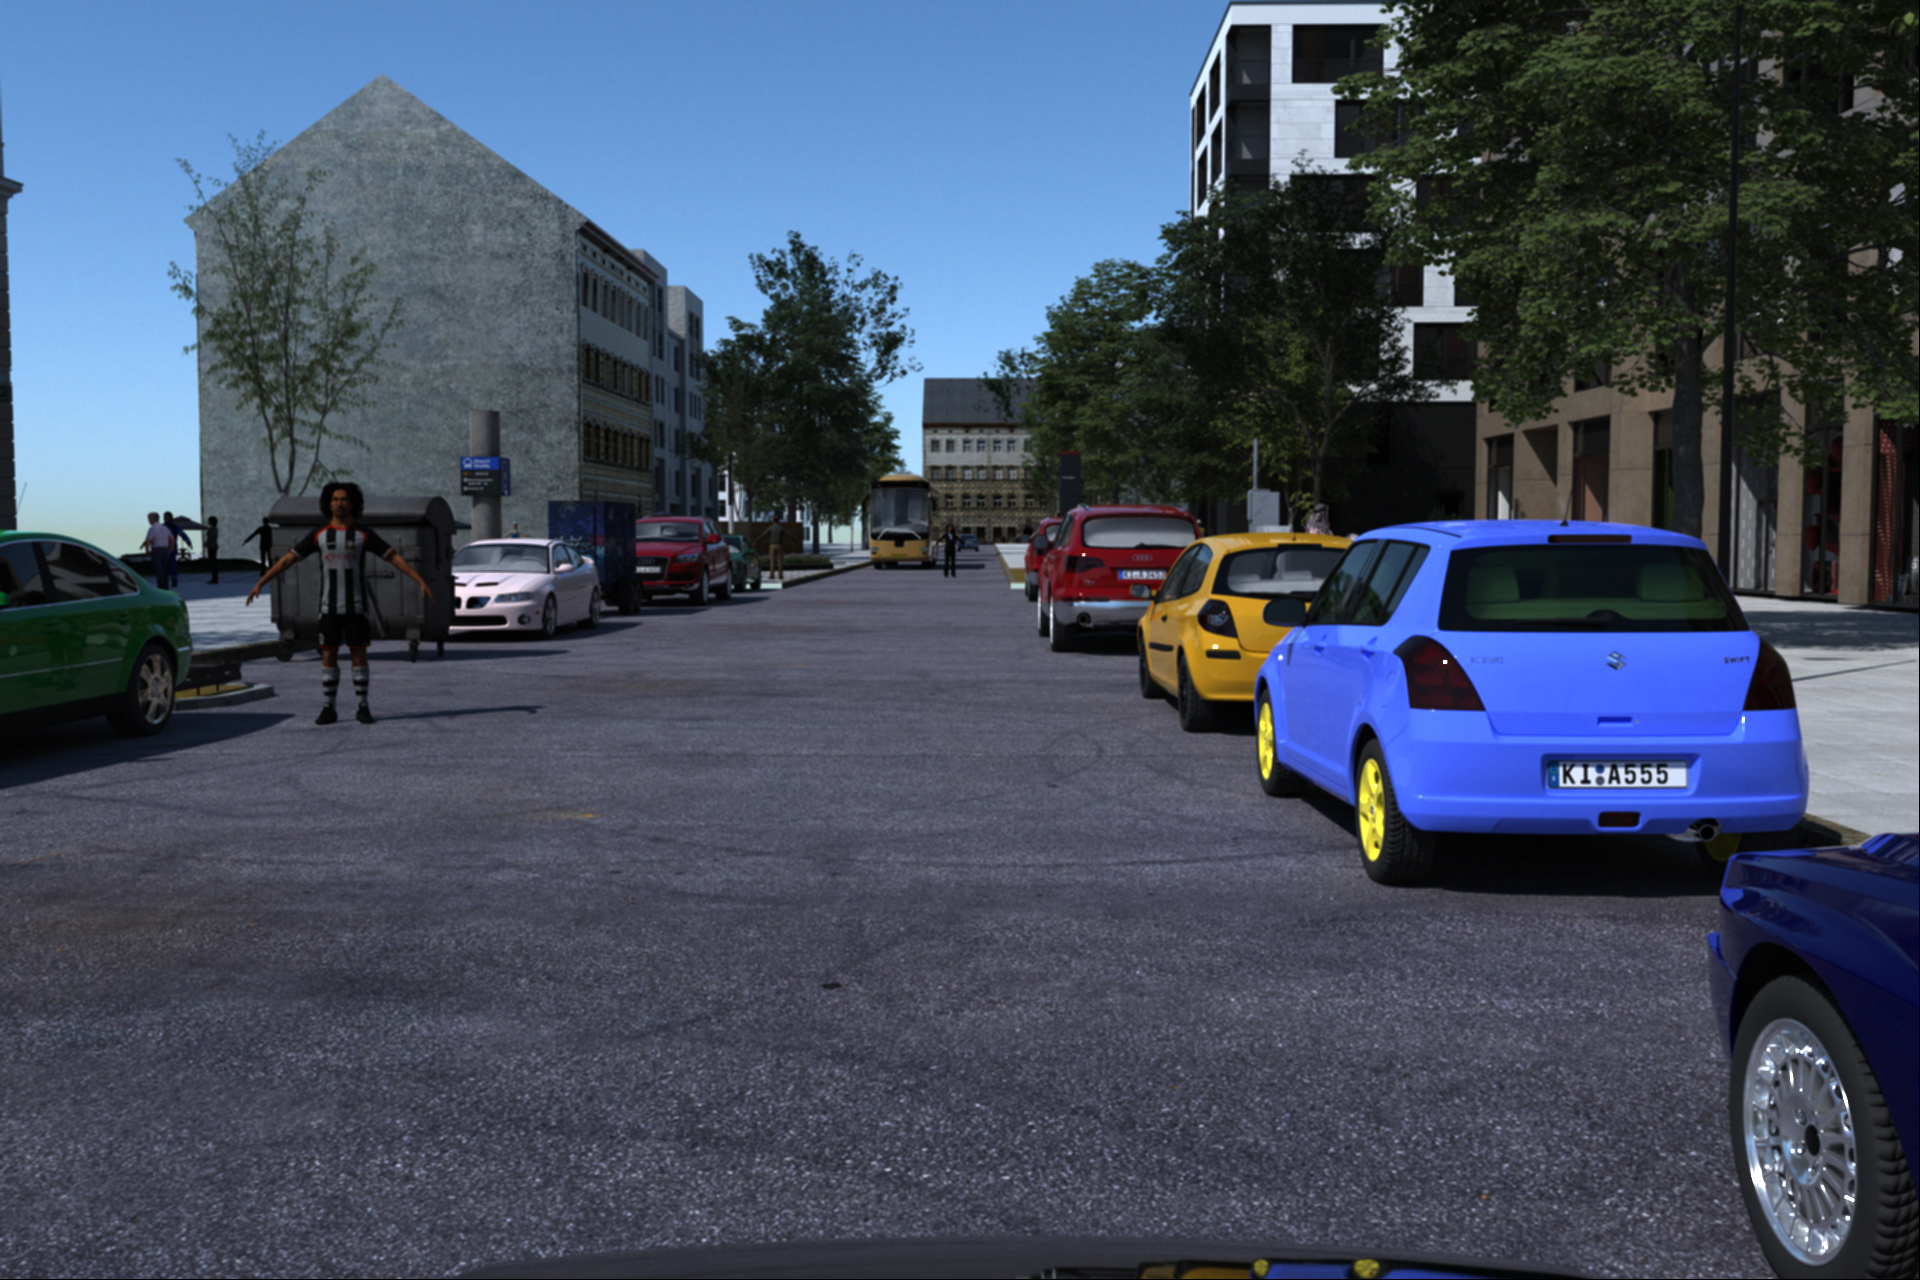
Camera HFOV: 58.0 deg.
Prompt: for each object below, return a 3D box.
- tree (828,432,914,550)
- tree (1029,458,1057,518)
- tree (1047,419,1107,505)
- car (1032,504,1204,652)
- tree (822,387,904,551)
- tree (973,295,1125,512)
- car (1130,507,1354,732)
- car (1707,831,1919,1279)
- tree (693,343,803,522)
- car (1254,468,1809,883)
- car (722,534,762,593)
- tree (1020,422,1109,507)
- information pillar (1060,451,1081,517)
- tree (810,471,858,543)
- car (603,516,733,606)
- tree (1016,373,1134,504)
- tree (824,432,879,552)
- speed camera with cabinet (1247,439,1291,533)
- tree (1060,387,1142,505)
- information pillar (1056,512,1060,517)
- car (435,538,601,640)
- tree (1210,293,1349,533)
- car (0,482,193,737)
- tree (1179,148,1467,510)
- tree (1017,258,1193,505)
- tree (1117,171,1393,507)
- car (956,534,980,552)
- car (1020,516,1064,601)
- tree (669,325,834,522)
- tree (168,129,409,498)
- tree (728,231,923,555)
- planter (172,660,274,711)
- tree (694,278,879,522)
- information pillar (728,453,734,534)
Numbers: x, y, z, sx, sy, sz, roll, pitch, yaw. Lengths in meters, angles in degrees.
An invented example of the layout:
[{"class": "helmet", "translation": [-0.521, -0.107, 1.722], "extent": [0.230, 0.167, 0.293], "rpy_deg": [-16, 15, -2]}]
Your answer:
[{"class": "tree", "translation": [-7.497, -12.794, 143.589], "extent": [8.767, 10.594, 7.601], "rpy_deg": [1, 4, 20]}, {"class": "tree", "translation": [7.598, -12.229, 150.311], "extent": [4.360, 8.622, 3.978], "rpy_deg": [0, 3, 0]}, {"class": "tree", "translation": [6.856, -9.303, 102.471], "extent": [4.360, 8.622, 3.978], "rpy_deg": [0, 3, 0]}, {"class": "car", "translation": [2.106, -0.851, 22.593], "extent": [2.281, 1.827, 5.304], "rpy_deg": [0, 3, 0]}, {"class": "tree", "translation": [-7.734, -13.182, 133.647], "extent": [7.486, 12.596, 7.792], "rpy_deg": [0, 3, 0]}, {"class": "tree", "translation": [7.331, -17.401, 140.395], "extent": [12.611, 20.169, 13.585], "rpy_deg": [0, 3, 0]}, {"class": "car", "translation": [2.440, -0.230, 13.977], "extent": [2.015, 1.641, 3.980], "rpy_deg": [0, 4, 0]}, {"class": "car", "translation": [2.394, 0.646, 2.025], "extent": [1.945, 1.354, 3.894], "rpy_deg": [0, 4, 0]}, {"class": "tree", "translation": [-8.718, -7.153, 67.310], "extent": [4.360, 8.622, 3.978], "rpy_deg": [0, 3, 0]}, {"class": "car", "translation": [2.507, 0.073, 8.404], "extent": [1.945, 1.707, 3.694], "rpy_deg": [0, 4, -1]}, {"class": "car", "translation": [-6.160, -1.967, 43.966], "extent": [2.131, 1.459, 4.920], "rpy_deg": [0, 4, 1]}, {"class": "tree", "translation": [8.043, -11.831, 127.856], "extent": [7.601, 10.594, 8.767], "rpy_deg": [-1, 4, -15]}, {"class": "information pillar", "translation": [3.463, -3.986, 54.542], "extent": [0.750, 3.857, 0.750], "rpy_deg": [0, 4, 1]}, {"class": "tree", "translation": [-18.003, -20.456, 241.118], "extent": [9.857, 13.997, 8.962], "rpy_deg": [0, 3, 0]}, {"class": "car", "translation": [-6.034, -1.682, 36.166], "extent": [2.281, 1.827, 5.304], "rpy_deg": [0, 4, 1]}, {"class": "tree", "translation": [7.538, -11.432, 112.661], "extent": [9.928, 11.665, 9.643], "rpy_deg": [0, 3, 0]}, {"class": "tree", "translation": [-7.785, -10.645, 124.415], "extent": [4.360, 8.622, 3.978], "rpy_deg": [0, 3, 0]}, {"class": "speed camera with cabinet", "translation": [6.302, -2.503, 35.258], "extent": [0.660, 3.252, 2.038], "rpy_deg": [0, 4, 1]}, {"class": "tree", "translation": [6.471, -8.235, 85.012], "extent": [4.360, 8.622, 3.978], "rpy_deg": [0, 3, 0]}, {"class": "information pillar", "translation": [3.313, -3.226, 57.239], "extent": [0.304, 2.012, 0.304], "rpy_deg": [0, 4, 2]}, {"class": "car", "translation": [-6.471, -0.775, 25.035], "extent": [2.083, 1.381, 4.827], "rpy_deg": [0, 4, 1]}, {"class": "tree", "translation": [9.851, -6.226, 52.156], "extent": [4.737, 8.622, 4.395], "rpy_deg": [0, 3, 0]}, {"class": "car", "translation": [-6.626, -0.133, 10.966], "extent": [1.959, 1.807, 4.718], "rpy_deg": [0, 4, 1]}, {"class": "tree", "translation": [8.651, -6.638, 42.938], "extent": [7.601, 10.594, 8.767], "rpy_deg": [-2, 4, -34]}, {"class": "tree", "translation": [6.080, -9.421, 72.163], "extent": [7.486, 12.596, 7.792], "rpy_deg": [0, 3, 0]}, {"class": "tree", "translation": [10.400, -9.402, 60.383], "extent": [9.857, 13.997, 8.962], "rpy_deg": [0, 3, 0]}, {"class": "car", "translation": [0.656, -7.990, 142.638], "extent": [2.014, 1.417, 4.499], "rpy_deg": [0, 4, 0]}, {"class": "car", "translation": [2.479, -1.816, 38.361], "extent": [2.281, 1.827, 5.304], "rpy_deg": [0, 4, 1]}, {"class": "tree", "translation": [-9.041, -8.681, 76.351], "extent": [8.767, 10.594, 7.601], "rpy_deg": [2, 4, 33]}, {"class": "tree", "translation": [-12.682, -5.014, 32.346], "extent": [4.360, 8.622, 3.978], "rpy_deg": [0, 3, 0]}, {"class": "tree", "translation": [-8.549, -15.357, 106.981], "extent": [12.611, 20.169, 13.585], "rpy_deg": [0, 3, 0]}, {"class": "planter", "translation": [-7.069, 0.385, 14.847], "extent": [1.991, 0.319, 1.994], "rpy_deg": [0, 4, 1]}, {"class": "tree", "translation": [-8.641, -11.104, 88.213], "extent": [9.857, 13.997, 8.962], "rpy_deg": [0, 3, 0]}, {"class": "information pillar", "translation": [-6.626, -3.597, 50.158], "extent": [0.183, 3.616, 0.504], "rpy_deg": [0, 4, 1]}]
